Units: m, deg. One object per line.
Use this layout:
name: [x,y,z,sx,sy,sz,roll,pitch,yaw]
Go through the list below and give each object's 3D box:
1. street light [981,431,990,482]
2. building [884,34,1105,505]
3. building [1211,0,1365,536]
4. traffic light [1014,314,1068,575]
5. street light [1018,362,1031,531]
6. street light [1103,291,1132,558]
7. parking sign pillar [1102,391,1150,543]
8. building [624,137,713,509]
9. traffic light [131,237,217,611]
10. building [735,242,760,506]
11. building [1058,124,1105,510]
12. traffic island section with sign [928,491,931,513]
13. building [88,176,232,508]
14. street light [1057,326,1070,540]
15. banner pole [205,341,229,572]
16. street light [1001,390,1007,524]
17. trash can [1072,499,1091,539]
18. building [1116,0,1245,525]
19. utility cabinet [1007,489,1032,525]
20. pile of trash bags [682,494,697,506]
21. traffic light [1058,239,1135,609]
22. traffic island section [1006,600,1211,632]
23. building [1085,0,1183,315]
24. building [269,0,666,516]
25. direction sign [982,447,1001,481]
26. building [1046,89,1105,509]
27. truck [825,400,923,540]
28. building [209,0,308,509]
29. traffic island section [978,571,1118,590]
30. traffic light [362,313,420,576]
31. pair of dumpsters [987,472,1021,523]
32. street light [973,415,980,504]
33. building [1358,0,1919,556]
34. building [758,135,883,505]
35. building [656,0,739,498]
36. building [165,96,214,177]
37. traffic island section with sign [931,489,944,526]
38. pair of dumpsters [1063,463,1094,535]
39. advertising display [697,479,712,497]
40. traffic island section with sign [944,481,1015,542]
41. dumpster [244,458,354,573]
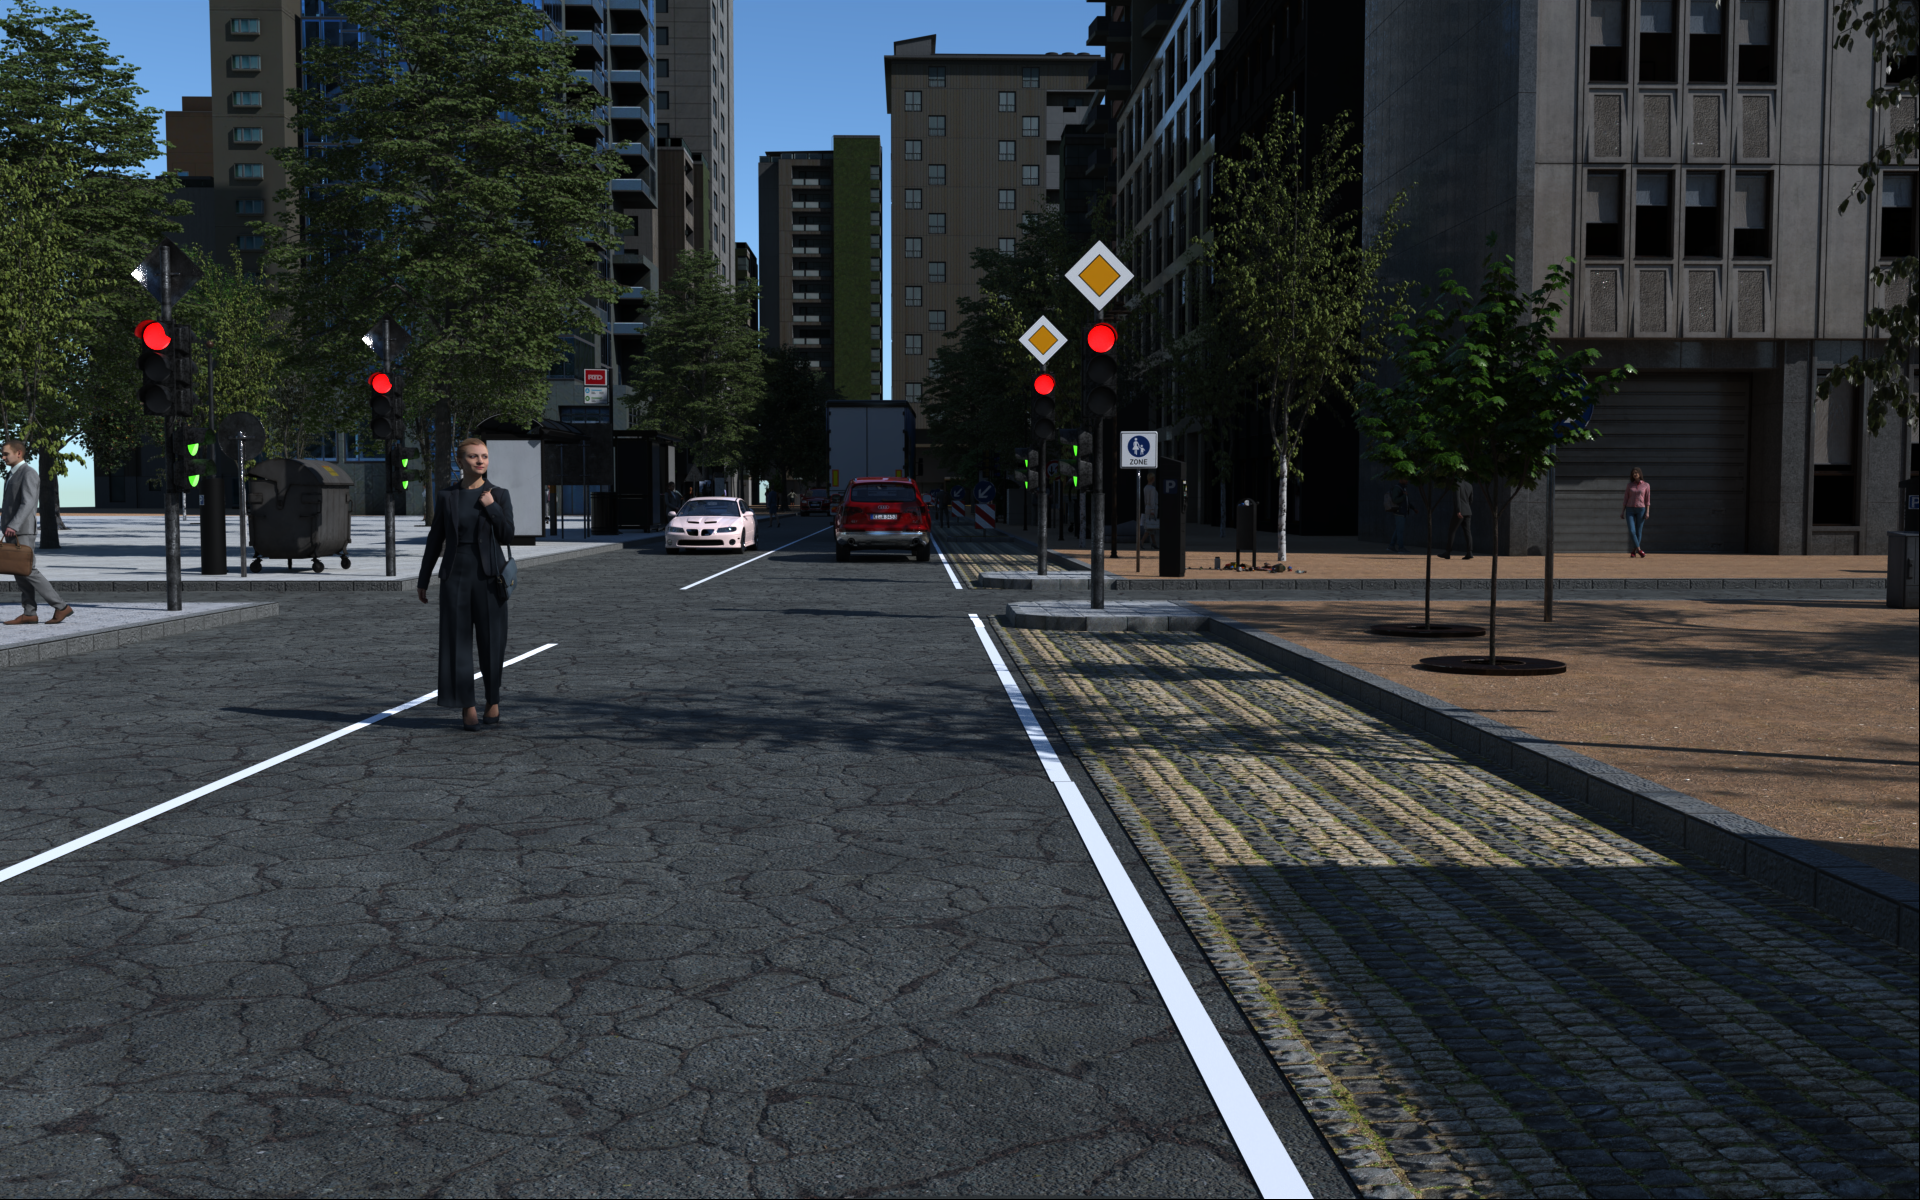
street light: [1.483,-7.058,88.182,0.468,5.910,1.993,0,4,-2]
building: [4.889,-37.860,208.244,27.495,52.752,28.713,0,4,-2]
building: [16.356,-14.110,60.377,12.332,23.373,15.834,0,4,-2]
traffic light: [1.282,-2.345,27.262,0.839,4.253,0.868,0,4,-2]
street light: [2.303,-5.387,60.866,0.468,5.910,1.993,0,4,-2]
street light: [3.094,-3.782,34.630,0.468,5.910,1.993,0,4,-2]
parking sign pillar: [4.298,-3.495,45.609,1.447,3.967,1.447,0,4,2]
building: [-27.972,-22.534,140.131,14.160,30.474,14.107,0,4,-2]
traffic light: [-8.636,-1.837,18.963,0.839,4.253,0.868,0,4,-2]
building: [-30.696,-26.184,199.816,14.107,30.474,14.160,0,4,-2]
building: [14.747,-22.448,138.718,14.160,30.474,14.107,0,4,-2]
traffic island section with sign: [-1.712,-7.377,129.241,1.989,1.847,2.006,0,4,-2]
building: [-70.813,-23.823,161.209,14.107,30.474,14.160,0,4,-2]
street light: [2.801,-4.585,47.751,0.468,5.910,1.993,0,4,-2]
banner pole: [-12.337,-2.361,28.623,0.401,3.779,0.863,-1,4,-19]
street light: [1.940,-6.241,74.823,0.468,5.910,1.993,0,4,-2]
trash can: [3.586,-2.323,49.632,0.748,1.137,0.748,0,3,0]
building: [19.356,-17.213,85.945,19.350,26.468,34.151,0,4,-2]
utility cabinet: [2.533,-3.837,71.418,1.173,1.500,0.318,-1,4,-16]
pile of trash bags: [-12.602,-4.568,84.436,1.912,1.369,3.447,-1,4,-12]
traffic light: [1.520,-1.857,19.281,0.839,4.253,0.868,0,4,-2]
traffic island section: [1.560,0.176,19.396,2.009,0.180,2.903,0,4,-2]
building: [20.099,-28.279,116.984,22.147,44.769,28.867,0,4,-2]
building: [-31.316,-49.080,115.135,22.319,86.520,31.000,0,4,-2]
direction sign: [1.521,-5.598,83.519,0.876,3.537,0.379,0,4,-4]
building: [23.647,-28.519,158.163,32.217,40.220,23.993,0,4,-2]
truck: [-2.750,-4.178,57.228,2.839,4.237,11.283,0,4,0]
building: [-52.847,-32.628,157.170,21.600,48.544,21.300,0,4,-2]
traffic island section: [1.322,-0.312,27.377,2.009,0.180,2.903,0,4,-2]
traffic light: [-8.874,-2.326,26.944,0.839,4.253,0.868,0,4,-2]
pair of dumpsters: [1.947,-4.699,79.326,1.574,2.255,4.437,0,4,-2]
street light: [1.031,-7.908,102.083,0.468,5.910,1.993,0,4,-2]
building: [21.044,-13.646,41.132,19.932,24.808,12.078,0,4,-2]
building: [-15.948,-31.605,200.339,14.086,41.232,14.154,0,4,-2]
building: [-31.788,-44.041,158.317,20.611,71.187,20.563,0,4,-2]
building: [-80.433,-33.552,198.684,14.200,45.320,14.600,0,4,-2]
traffic island section with sign: [-0.215,-4.300,78.931,1.989,1.847,2.006,0,4,-2]
pair of dumpsters: [4.312,-3.272,55.997,1.574,2.255,4.437,0,4,-2]
advertising display: [-10.991,-4.237,74.489,0.123,1.923,0.974,2,4,26]
traffic island section with sign: [0.605,-2.652,51.988,1.989,1.847,2.006,0,4,-2]
dumpster: [-10.967,-1.408,28.783,1.264,1.857,1.865,0,4,-2]
